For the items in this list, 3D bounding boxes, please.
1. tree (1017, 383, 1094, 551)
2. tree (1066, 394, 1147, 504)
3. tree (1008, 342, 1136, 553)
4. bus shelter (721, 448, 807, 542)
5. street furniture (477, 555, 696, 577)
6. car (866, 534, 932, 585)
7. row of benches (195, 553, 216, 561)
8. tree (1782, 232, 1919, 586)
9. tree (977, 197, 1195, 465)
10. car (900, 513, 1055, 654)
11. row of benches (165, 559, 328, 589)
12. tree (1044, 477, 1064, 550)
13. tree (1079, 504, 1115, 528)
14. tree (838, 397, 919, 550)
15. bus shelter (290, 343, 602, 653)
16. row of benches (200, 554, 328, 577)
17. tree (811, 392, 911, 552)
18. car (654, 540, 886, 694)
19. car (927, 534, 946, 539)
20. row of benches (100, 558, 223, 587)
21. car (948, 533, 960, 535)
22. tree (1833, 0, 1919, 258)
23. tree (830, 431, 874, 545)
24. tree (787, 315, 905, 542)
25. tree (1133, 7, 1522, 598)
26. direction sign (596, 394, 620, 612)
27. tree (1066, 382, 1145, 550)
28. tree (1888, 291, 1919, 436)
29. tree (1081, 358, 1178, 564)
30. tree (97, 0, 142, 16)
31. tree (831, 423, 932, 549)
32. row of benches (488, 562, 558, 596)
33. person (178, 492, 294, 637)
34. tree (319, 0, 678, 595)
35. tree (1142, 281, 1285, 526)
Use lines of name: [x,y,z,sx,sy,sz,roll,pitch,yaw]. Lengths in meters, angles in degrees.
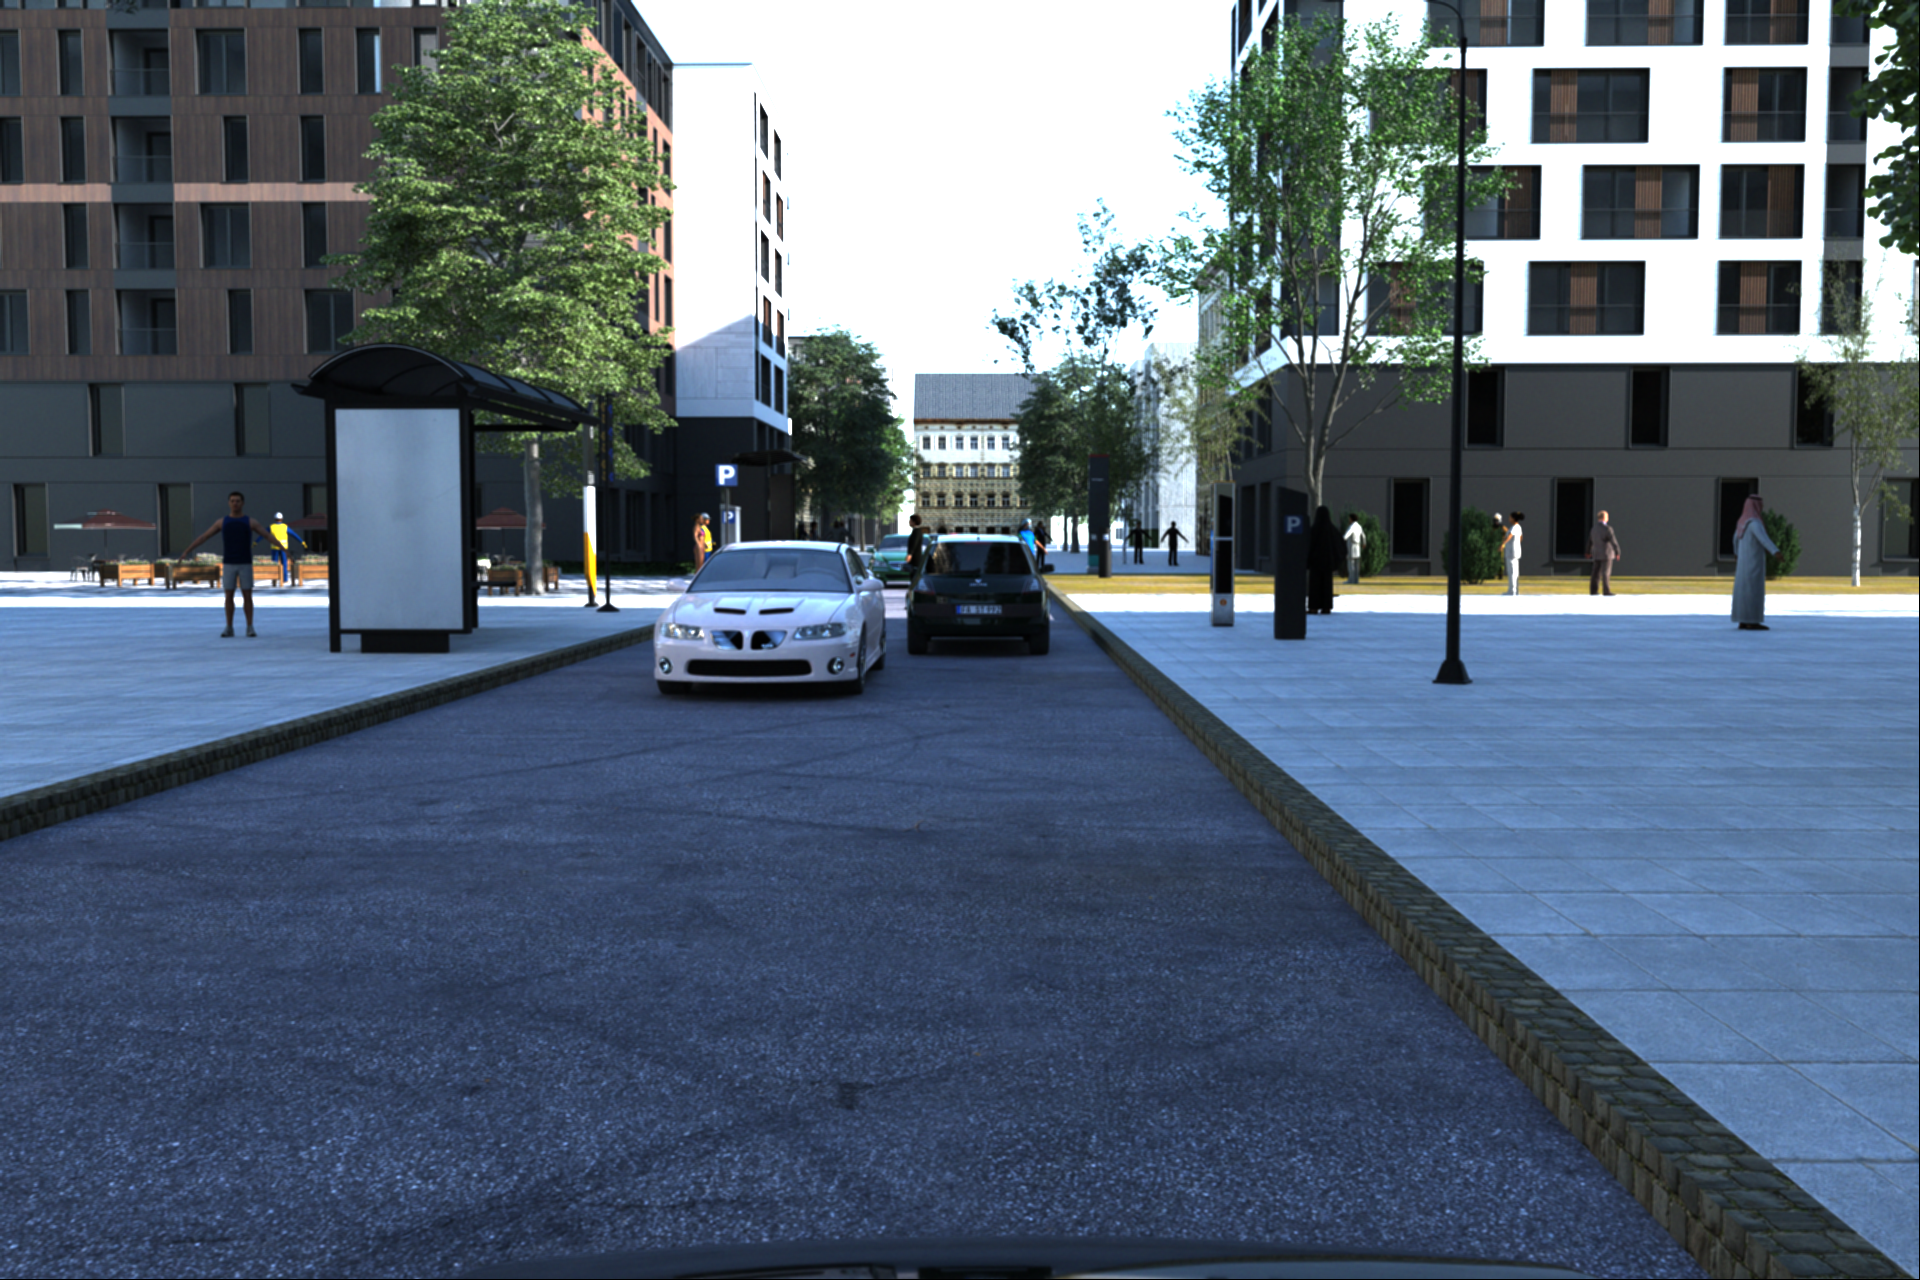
tree: [7.956,-12.943,129.752,7.486,12.596,7.792,0,3,0]
tree: [7.052,-8.499,89.313,4.360,8.622,3.978,0,3,0]
tree: [7.844,-12.839,116.575,9.857,13.997,8.962,0,3,0]
bus shelter: [-5.645,-3.627,50.577,1.731,3.624,6.357,0,4,1]
street furniture: [-11.873,-2.349,54.033,10.072,0.657,5.734,0,4,-7]
car: [-1.445,-2.162,47.148,2.131,1.459,4.920,0,4,1]
row of benches: [-23.985,-2.426,55.127,1.422,0.672,4.104,-2,4,-24]
tree: [22.010,-5.650,42.734,4.360,8.622,3.978,0,3,0]
tree: [7.252,-14.948,100.295,12.611,20.169,13.585,0,3,0]
car: [0.225,-0.748,22.013,2.009,1.686,4.222,0,4,0]
row of benches: [-16.801,-1.597,41.576,4.104,0.672,1.422,-3,4,-38]
tree: [7.889,-11.810,143.455,4.360,8.622,3.978,0,3,0]
tree: [18.879,-19.234,232.597,7.486,12.596,7.792,0,3,0]
tree: [-7.046,-13.801,143.777,7.486,12.596,7.792,0,3,0]
bus shelter: [-5.996,-1.663,21.114,2.014,3.302,5.546,0,4,2]
row of benches: [-20.534,-2.202,51.460,4.104,0.672,1.422,-3,5,-43]
tree: [-7.157,-12.152,124.438,9.928,11.665,9.643,0,3,0]
car: [-1.750,-0.286,17.030,2.083,1.381,4.827,0,4,1]
car: [-1.191,-4.717,86.905,2.009,1.686,4.222,0,4,1]
row of benches: [-19.860,-1.739,43.894,1.422,0.672,4.104,1,4,22]
car: [-0.312,-7.608,133.437,2.155,1.783,4.494,0,4,1]
tree: [6.033,-5.466,7.494,7.486,12.596,7.792,0,3,0]
tree: [-7.544,-10.156,116.420,4.737,8.622,4.395,0,3,0]
tree: [-7.926,-11.988,102.665,9.857,13.997,8.962,0,3,0]
tree: [7.237,-6.686,35.068,9.928,11.665,9.643,0,3,0]
direction sign: [-5.821,-2.235,28.538,0.379,3.537,0.876,0,4,2]
tree: [7.190,-8.130,83.290,4.737,8.622,4.395,0,3,0]
tree: [27.620,-5.958,47.769,4.737,8.622,4.395,0,3,0]
tree: [6.779,-7.538,73.608,4.360,8.622,3.978,0,3,0]
tree: [-8.946,-6.108,10.239,12.009,13.543,11.850,0,3,0]
tree: [-6.464,-12.278,135.152,8.767,10.594,7.601,0,4,-3]
row of benches: [-9.503,-1.362,37.724,1.422,0.672,4.104,0,4,-1]
person: [-9.029,-0.947,21.644,1.345,1.807,0.704,-1,4,-16]
tree: [-9.267,-7.198,35.814,7.486,12.596,7.792,0,3,0]
tree: [7.768,-6.073,49.662,4.360,8.622,3.978,0,3,0]
